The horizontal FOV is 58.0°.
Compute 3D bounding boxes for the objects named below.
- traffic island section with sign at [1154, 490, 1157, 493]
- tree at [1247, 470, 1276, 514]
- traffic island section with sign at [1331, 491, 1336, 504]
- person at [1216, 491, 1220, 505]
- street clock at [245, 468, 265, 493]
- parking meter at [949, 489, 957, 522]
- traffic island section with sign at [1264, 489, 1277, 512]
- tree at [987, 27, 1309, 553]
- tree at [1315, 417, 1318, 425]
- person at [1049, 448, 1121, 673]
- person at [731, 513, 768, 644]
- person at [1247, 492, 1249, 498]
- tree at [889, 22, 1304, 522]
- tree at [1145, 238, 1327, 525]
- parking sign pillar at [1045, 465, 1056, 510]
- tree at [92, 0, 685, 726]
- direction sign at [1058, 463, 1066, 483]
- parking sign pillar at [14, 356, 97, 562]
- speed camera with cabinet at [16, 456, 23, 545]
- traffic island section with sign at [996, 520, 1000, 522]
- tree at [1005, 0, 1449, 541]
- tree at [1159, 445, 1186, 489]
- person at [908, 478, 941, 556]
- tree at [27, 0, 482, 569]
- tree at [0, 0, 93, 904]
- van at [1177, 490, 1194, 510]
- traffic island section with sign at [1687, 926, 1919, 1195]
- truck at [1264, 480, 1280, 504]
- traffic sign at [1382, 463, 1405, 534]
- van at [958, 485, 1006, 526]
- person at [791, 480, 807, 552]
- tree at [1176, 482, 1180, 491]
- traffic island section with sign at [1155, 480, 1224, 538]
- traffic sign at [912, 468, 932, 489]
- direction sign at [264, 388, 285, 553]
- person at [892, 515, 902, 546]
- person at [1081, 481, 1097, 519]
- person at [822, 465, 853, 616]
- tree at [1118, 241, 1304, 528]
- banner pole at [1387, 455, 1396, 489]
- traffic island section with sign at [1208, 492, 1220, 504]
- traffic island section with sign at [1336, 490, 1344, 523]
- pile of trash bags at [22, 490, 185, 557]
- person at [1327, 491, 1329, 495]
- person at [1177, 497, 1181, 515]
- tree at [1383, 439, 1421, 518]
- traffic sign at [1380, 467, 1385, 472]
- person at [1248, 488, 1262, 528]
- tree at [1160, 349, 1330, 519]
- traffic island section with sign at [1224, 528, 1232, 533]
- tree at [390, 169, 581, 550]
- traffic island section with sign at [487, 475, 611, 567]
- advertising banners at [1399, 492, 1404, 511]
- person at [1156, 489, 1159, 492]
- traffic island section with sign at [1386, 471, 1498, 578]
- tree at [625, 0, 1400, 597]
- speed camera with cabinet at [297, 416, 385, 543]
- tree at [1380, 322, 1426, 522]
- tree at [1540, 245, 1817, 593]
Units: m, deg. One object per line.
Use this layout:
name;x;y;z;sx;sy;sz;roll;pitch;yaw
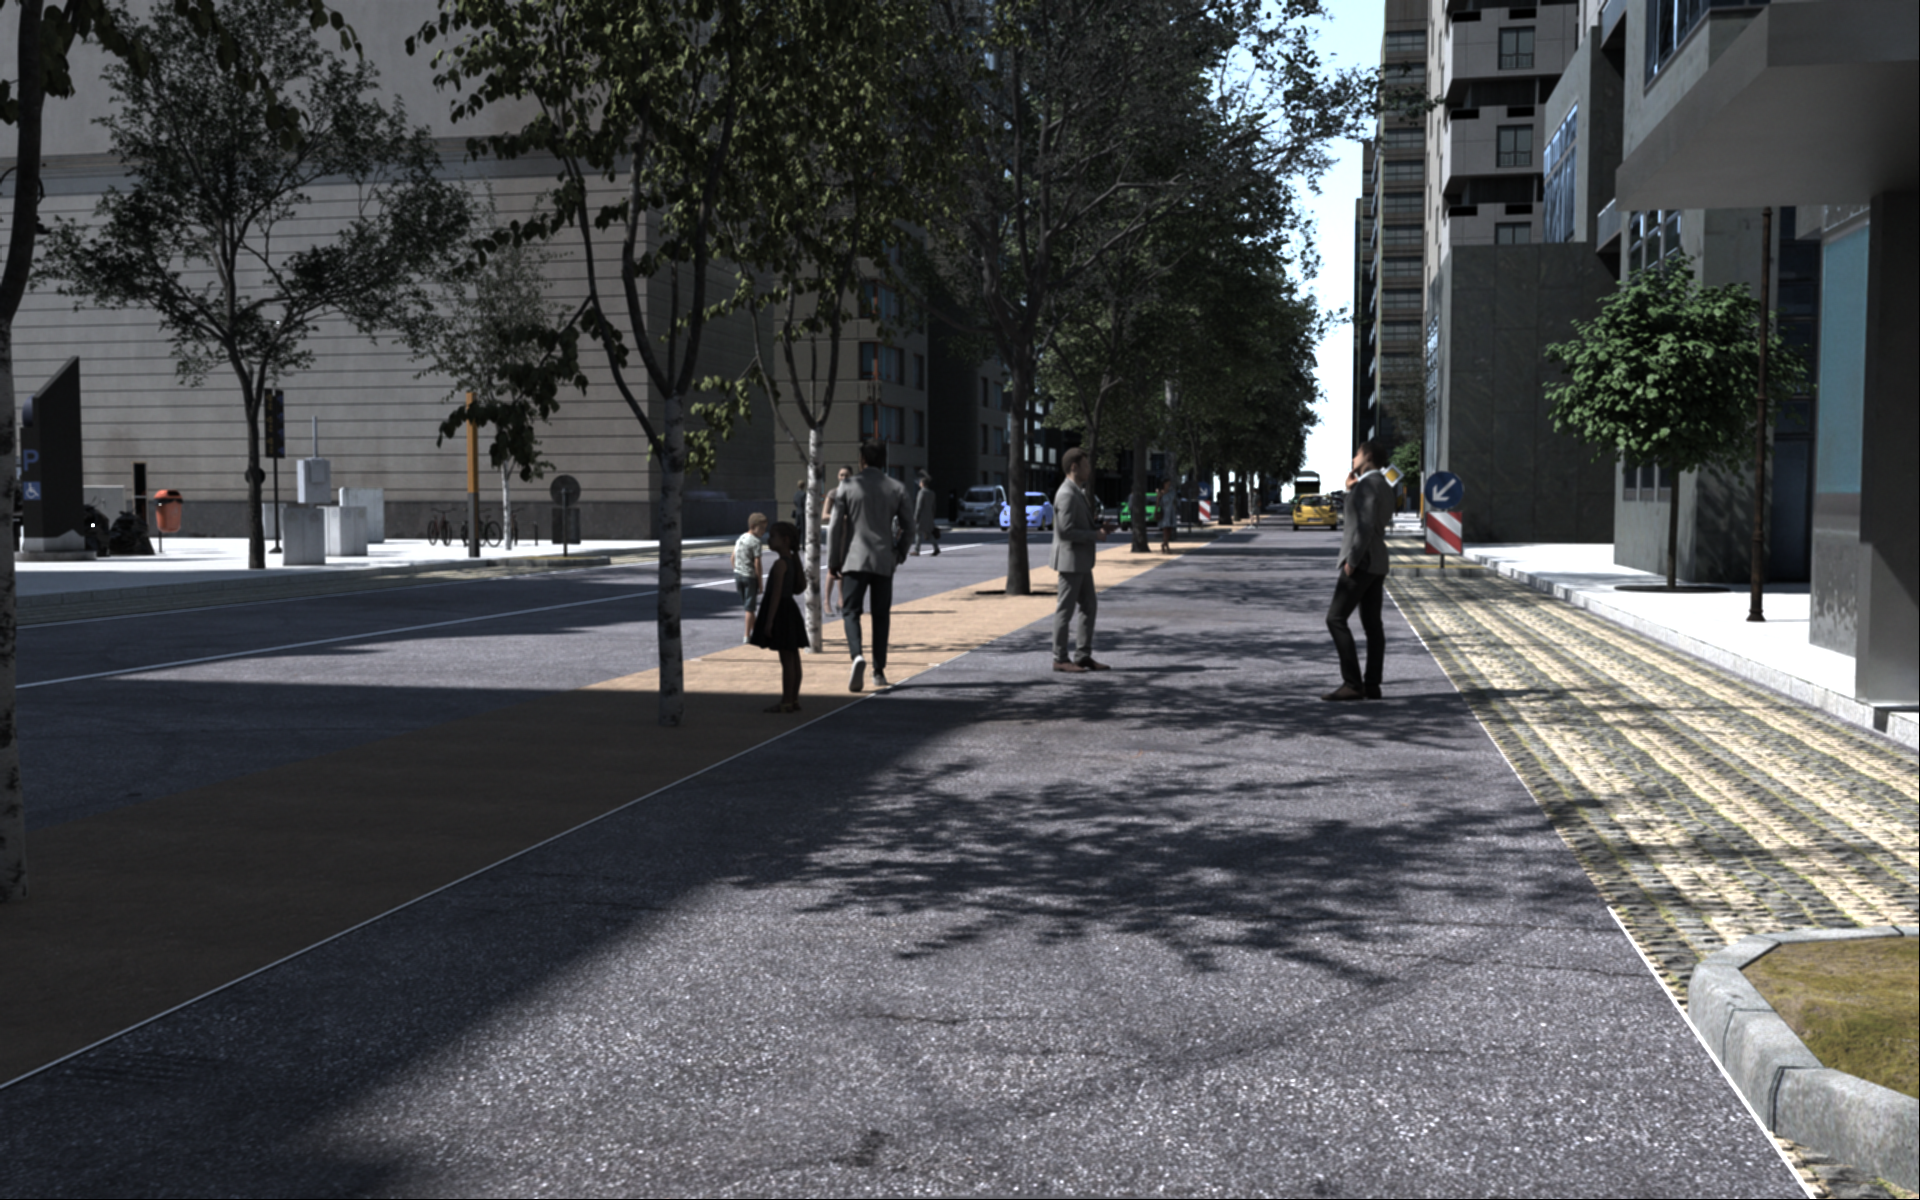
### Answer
traffic island section with sign;18.710;-9.522;164.320;1.989;1.847;2.006;1;4;12
tree;17.920;-9.415;106.762;4.360;8.622;3.978;0;3;0
traffic island section with sign;25.231;-6.327;112.080;1.989;1.847;2.006;1;4;12
person;32.563;-12.858;218.869;0.705;1.807;1.348;-1;4;-17
street clock;-19.101;-2.594;46.974;0.358;2.002;0.471;3;5;43
parking meter;-0.341;-4.348;79.497;0.372;1.533;0.369;0;3;0
traffic island section with sign;24.247;-7.932;137.831;2.006;1.907;1.989;1;4;12
tree;4.413;-7.398;41.541;7.486;12.596;7.792;0;3;0
tree;21.583;-11.529;125.374;8.767;10.594;7.601;1;4;12
person;1.002;-0.320;13.930;0.583;1.804;0.606;0;4;6
person;-2.022;-0.213;16.663;0.352;1.250;0.332;-1;4;-12
person;41.782;-14.769;250.709;1.217;1.736;0.721;1;4;13
tree;2.475;-5.954;34.212;8.767;10.594;7.601;1;4;12
tree;12.227;-10.410;79.310;9.857;13.997;8.962;0;3;0
parking sign pillar;7.124;-9.320;140.849;1.447;3.967;1.447;-2;4;-25
tree;-1.772;-3.538;10.663;4.737;8.622;4.395;0;3;0
direction sign;7.674;-8.287;127.489;0.876;3.537;0.379;0;4;-7
parking sign pillar;-17.422;-2.737;33.227;1.447;3.967;1.447;0;4;6
speed camera with cabinet;-22.455;-2.901;41.763;2.038;3.252;0.660;2;4;28
traffic island section with sign;2.906;-4.855;88.000;1.989;1.847;2.006;1;4;12
tree;7.417;-11.787;51.058;12.611;20.169;13.585;0;3;0
tree;26.898;-16.255;216.138;4.737;8.622;4.395;0;3;0
person;-0.825;-1.925;40.074;0.767;1.812;0.694;3;4;36
tree;-11.945;-5.826;29.669;8.767;10.594;7.601;1;4;11
tree;-3.355;-3.256;6.059;4.737;8.622;4.395;0;3;0
van;20.523;-9.277;158.692;2.013;2.044;4.112;1;4;11
traffic island section with sign;2.871;0.280;4.053;1.989;1.847;2.006;1;4;12
truck;47.312;-16.757;263.727;2.967;4.110;18.799;1;4;11
traffic sign;13.806;-3.164;55.373;0.795;2.450;0.064;1;4;12
van;1.018;-4.325;77.724;2.013;2.044;4.112;1;4;11
person;-3.929;-2.075;42.850;0.576;1.772;0.534;1;4;22
tree;27.500;-13.938;222.482;1.663;3.219;1.824;0;3;0
traffic island section with sign;7.516;-2.988;56.992;2.006;1.907;1.989;1;4;12
traffic sign;-1.459;-3.856;66.695;0.795;2.450;0.064;1;4;12
direction sign;-14.822;-2.783;37.507;0.379;3.537;0.876;0;4;3
person;-1.269;-1.160;32.155;0.352;1.250;0.332;-2;4;-31
person;3.362;-2.339;47.022;0.678;1.792;0.850;-1;4;-9
person;-1.398;-0.714;20.518;0.599;1.781;0.374;-3;5;-42
tree;9.344;-8.574;68.394;9.928;11.665;9.643;0;3;0
banner pole;27.710;-7.423;111.375;0.401;3.779;0.863;-3;5;-43
traffic island section with sign;35.532;-14.493;245.593;1.989;1.847;2.006;1;4;12
traffic island section with sign;19.646;-4.678;85.111;1.989;1.847;2.006;1;4;12
pile of trash bags;-17.768;-1.630;36.405;1.912;1.369;3.447;1;4;22
person;62.174;-17.427;293.063;1.348;1.869;0.705;-2;4;-25
person;14.972;-6.414;118.388;0.382;1.210;0.505;2;4;35
tree;24.438;-6.621;91.965;4.285;4.588;4.351;0;3;0
traffic sign;15.425;-3.642;63.193;0.795;2.450;0.064;1;4;12
person;12.377;-3.848;72.419;0.522;1.701;0.512;3;5;39
tree;16.400;-11.025;99.729;9.611;12.733;9.660;0;3;0
traffic island section with sign;9.027;-3.432;64.245;2.006;1.907;1.989;1;4;12
tree;-10.436;-5.434;39.203;4.360;8.622;3.978;0;3;0
traffic island section with sign;-8.119;-1.594;34.683;1.989;1.847;2.006;1;4;12
advertising banners;33.768;-8.364;132.935;0.090;3.025;2.074;0;4;-2
person;12.760;-6.308;112.050;0.576;1.772;0.534;1;4;13
traffic island section with sign;8.335;-1.335;30.451;1.989;1.847;2.006;1;4;12
tree;0.823;-6.822;24.367;12.009;13.543;11.850;0;3;0
speed camera with cabinet;-16.007;-3.085;44.776;2.038;3.252;0.660;-3;4;-39
tree;19.687;-7.434;71.909;4.360;8.622;3.978;0;3;0
tree;9.518;-2.396;22.894;4.285;4.588;4.351;0;3;0
